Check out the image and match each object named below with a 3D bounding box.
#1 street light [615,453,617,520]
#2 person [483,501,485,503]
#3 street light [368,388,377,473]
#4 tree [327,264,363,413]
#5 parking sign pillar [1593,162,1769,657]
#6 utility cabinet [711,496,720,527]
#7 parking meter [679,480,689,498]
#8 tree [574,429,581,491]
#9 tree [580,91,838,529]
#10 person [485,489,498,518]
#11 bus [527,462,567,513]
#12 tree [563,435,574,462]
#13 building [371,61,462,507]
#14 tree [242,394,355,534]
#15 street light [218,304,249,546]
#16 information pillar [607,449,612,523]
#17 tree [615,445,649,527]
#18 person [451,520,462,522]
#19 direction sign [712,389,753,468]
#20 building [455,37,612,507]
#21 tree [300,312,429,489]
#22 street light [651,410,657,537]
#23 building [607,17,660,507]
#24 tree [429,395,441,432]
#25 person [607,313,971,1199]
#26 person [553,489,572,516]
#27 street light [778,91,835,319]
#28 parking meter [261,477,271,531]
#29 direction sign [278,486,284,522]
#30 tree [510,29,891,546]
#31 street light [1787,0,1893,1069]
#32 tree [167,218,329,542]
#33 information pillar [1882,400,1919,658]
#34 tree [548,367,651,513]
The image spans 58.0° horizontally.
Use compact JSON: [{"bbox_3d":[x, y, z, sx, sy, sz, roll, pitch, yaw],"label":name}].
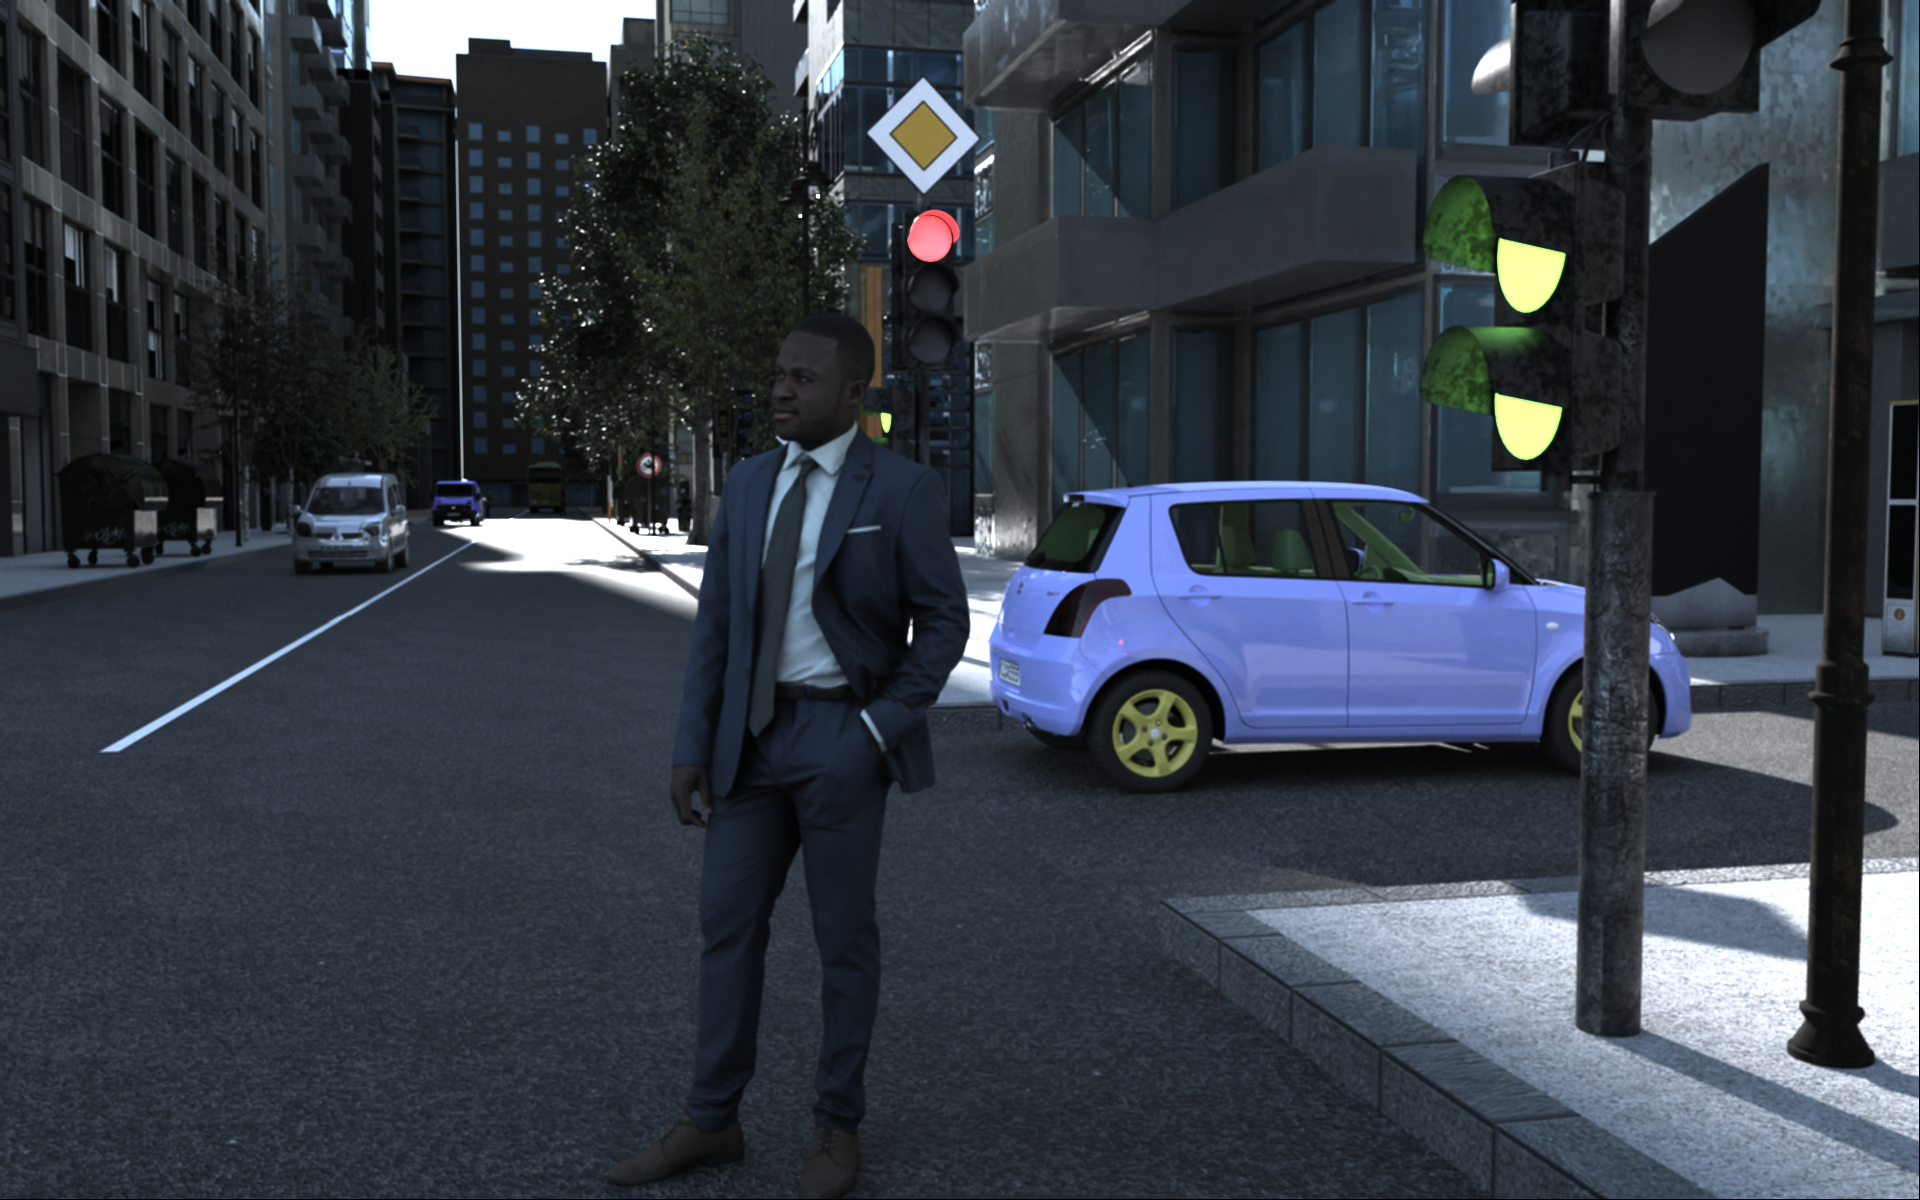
[{"bbox_3d":[-16.807,-6.835,84.542,0.468,5.910,1.993,-1,4,-13],"label":"street light"},{"bbox_3d":[-29.678,-5.959,106.028,0.705,1.812,1.348,2,4,32],"label":"person"},{"bbox_3d":[-25.379,-6.251,74.997,0.468,5.910,1.993,-1,4,-13],"label":"street light"},{"bbox_3d":[-19.948,-6.187,51.525,4.360,8.622,3.978,0,3,0],"label":"tree"},{"bbox_3d":[5.889,-1.573,14.193,1.447,3.967,1.447,-1,4,-15],"label":"parking sign pillar"},{"bbox_3d":[-8.055,-2.764,56.347,0.306,1.237,1.020,0,4,6],"label":"utility cabinet"},{"bbox_3d":[-11.588,-4.101,72.770,0.399,1.863,0.255,1,4,18],"label":"parking meter"},{"bbox_3d":[-11.573,-6.904,63.250,4.737,8.622,4.395,0,3,0],"label":"tree"},{"bbox_3d":[-4.302,-4.992,31.989,4.737,8.622,4.395,0,3,0],"label":"tree"},{"bbox_3d":[-27.934,-5.764,103.271,0.750,1.759,0.617,-1,4,-19],"label":"person"},{"bbox_3d":[-31.724,-8.655,133.057,2.896,3.916,12.252,-1,4,-12],"label":"bus"},{"bbox_3d":[-20.964,-9.398,104.019,4.737,8.622,4.395,0,3,0],"label":"tree"},{"bbox_3d":[-65.311,-31.793,174.444,28.867,44.769,22.147,-1,4,-13],"label":"building"},{"bbox_3d":[-21.568,-4.452,56.496,4.285,4.588,4.351,0,3,0],"label":"tree"},{"bbox_3d":[-17.718,-4.256,42.366,0.468,5.910,1.993,-1,4,-13],"label":"street light"},{"bbox_3d":[-15.534,-5.219,76.693,0.183,3.616,0.504,0,4,-5],"label":"information pillar"},{"bbox_3d":[-12.406,-4.435,67.115,1.663,3.219,1.824,0,3,0],"label":"tree"},{"bbox_3d":[-25.525,-4.841,87.526,0.599,1.838,0.709,2,4,26],"label":"person"},{"bbox_3d":[-4.914,-2.780,37.457,0.876,3.537,0.379,-1,4,-21],"label":"direction sign"},{"bbox_3d":[-42.811,-32.092,174.821,14.200,45.320,14.600,-1,4,-13],"label":"building"},{"bbox_3d":[-24.971,-7.388,71.151,4.737,8.622,4.395,0,3,0],"label":"tree"},{"bbox_3d":[-9.251,-4.858,52.211,0.468,5.910,1.993,-1,4,-13],"label":"street light"},{"bbox_3d":[-26.207,-34.176,182.482,21.600,48.544,21.300,-1,4,-13],"label":"building"},{"bbox_3d":[-27.781,-8.185,84.191,4.737,8.622,4.395,0,3,0],"label":"tree"},{"bbox_3d":[-0.337,0.309,3.629,0.721,1.800,0.419,1,4,17],"label":"person"},{"bbox_3d":[-25.668,-6.281,111.907,1.217,1.735,0.721,-2,4,-25],"label":"person"},{"bbox_3d":[-1.813,-2.914,20.432,0.468,5.910,1.993,-1,4,-13],"label":"street light"},{"bbox_3d":[-24.156,-3.338,60.280,0.255,1.863,0.399,-2,4,-32],"label":"parking meter"},{"bbox_3d":[-30.815,-5.281,78.347,0.379,3.537,0.876,0,4,-6],"label":"direction sign"},{"bbox_3d":[-6.352,-7.716,43.158,9.611,12.733,9.660,0,3,0],"label":"tree"},{"bbox_3d":[1.986,-1.895,3.774,0.468,5.910,1.993,-1,4,-13],"label":"street light"},{"bbox_3d":[-19.326,-5.890,46.663,4.360,8.622,3.978,0,3,0],"label":"tree"},{"bbox_3d":[7.526,-0.560,13.648,0.304,2.012,0.304,-2,4,-24],"label":"information pillar"},{"bbox_3d":[-24.610,-12.200,117.602,7.486,12.596,7.792,0,3,0],"label":"tree"}]
